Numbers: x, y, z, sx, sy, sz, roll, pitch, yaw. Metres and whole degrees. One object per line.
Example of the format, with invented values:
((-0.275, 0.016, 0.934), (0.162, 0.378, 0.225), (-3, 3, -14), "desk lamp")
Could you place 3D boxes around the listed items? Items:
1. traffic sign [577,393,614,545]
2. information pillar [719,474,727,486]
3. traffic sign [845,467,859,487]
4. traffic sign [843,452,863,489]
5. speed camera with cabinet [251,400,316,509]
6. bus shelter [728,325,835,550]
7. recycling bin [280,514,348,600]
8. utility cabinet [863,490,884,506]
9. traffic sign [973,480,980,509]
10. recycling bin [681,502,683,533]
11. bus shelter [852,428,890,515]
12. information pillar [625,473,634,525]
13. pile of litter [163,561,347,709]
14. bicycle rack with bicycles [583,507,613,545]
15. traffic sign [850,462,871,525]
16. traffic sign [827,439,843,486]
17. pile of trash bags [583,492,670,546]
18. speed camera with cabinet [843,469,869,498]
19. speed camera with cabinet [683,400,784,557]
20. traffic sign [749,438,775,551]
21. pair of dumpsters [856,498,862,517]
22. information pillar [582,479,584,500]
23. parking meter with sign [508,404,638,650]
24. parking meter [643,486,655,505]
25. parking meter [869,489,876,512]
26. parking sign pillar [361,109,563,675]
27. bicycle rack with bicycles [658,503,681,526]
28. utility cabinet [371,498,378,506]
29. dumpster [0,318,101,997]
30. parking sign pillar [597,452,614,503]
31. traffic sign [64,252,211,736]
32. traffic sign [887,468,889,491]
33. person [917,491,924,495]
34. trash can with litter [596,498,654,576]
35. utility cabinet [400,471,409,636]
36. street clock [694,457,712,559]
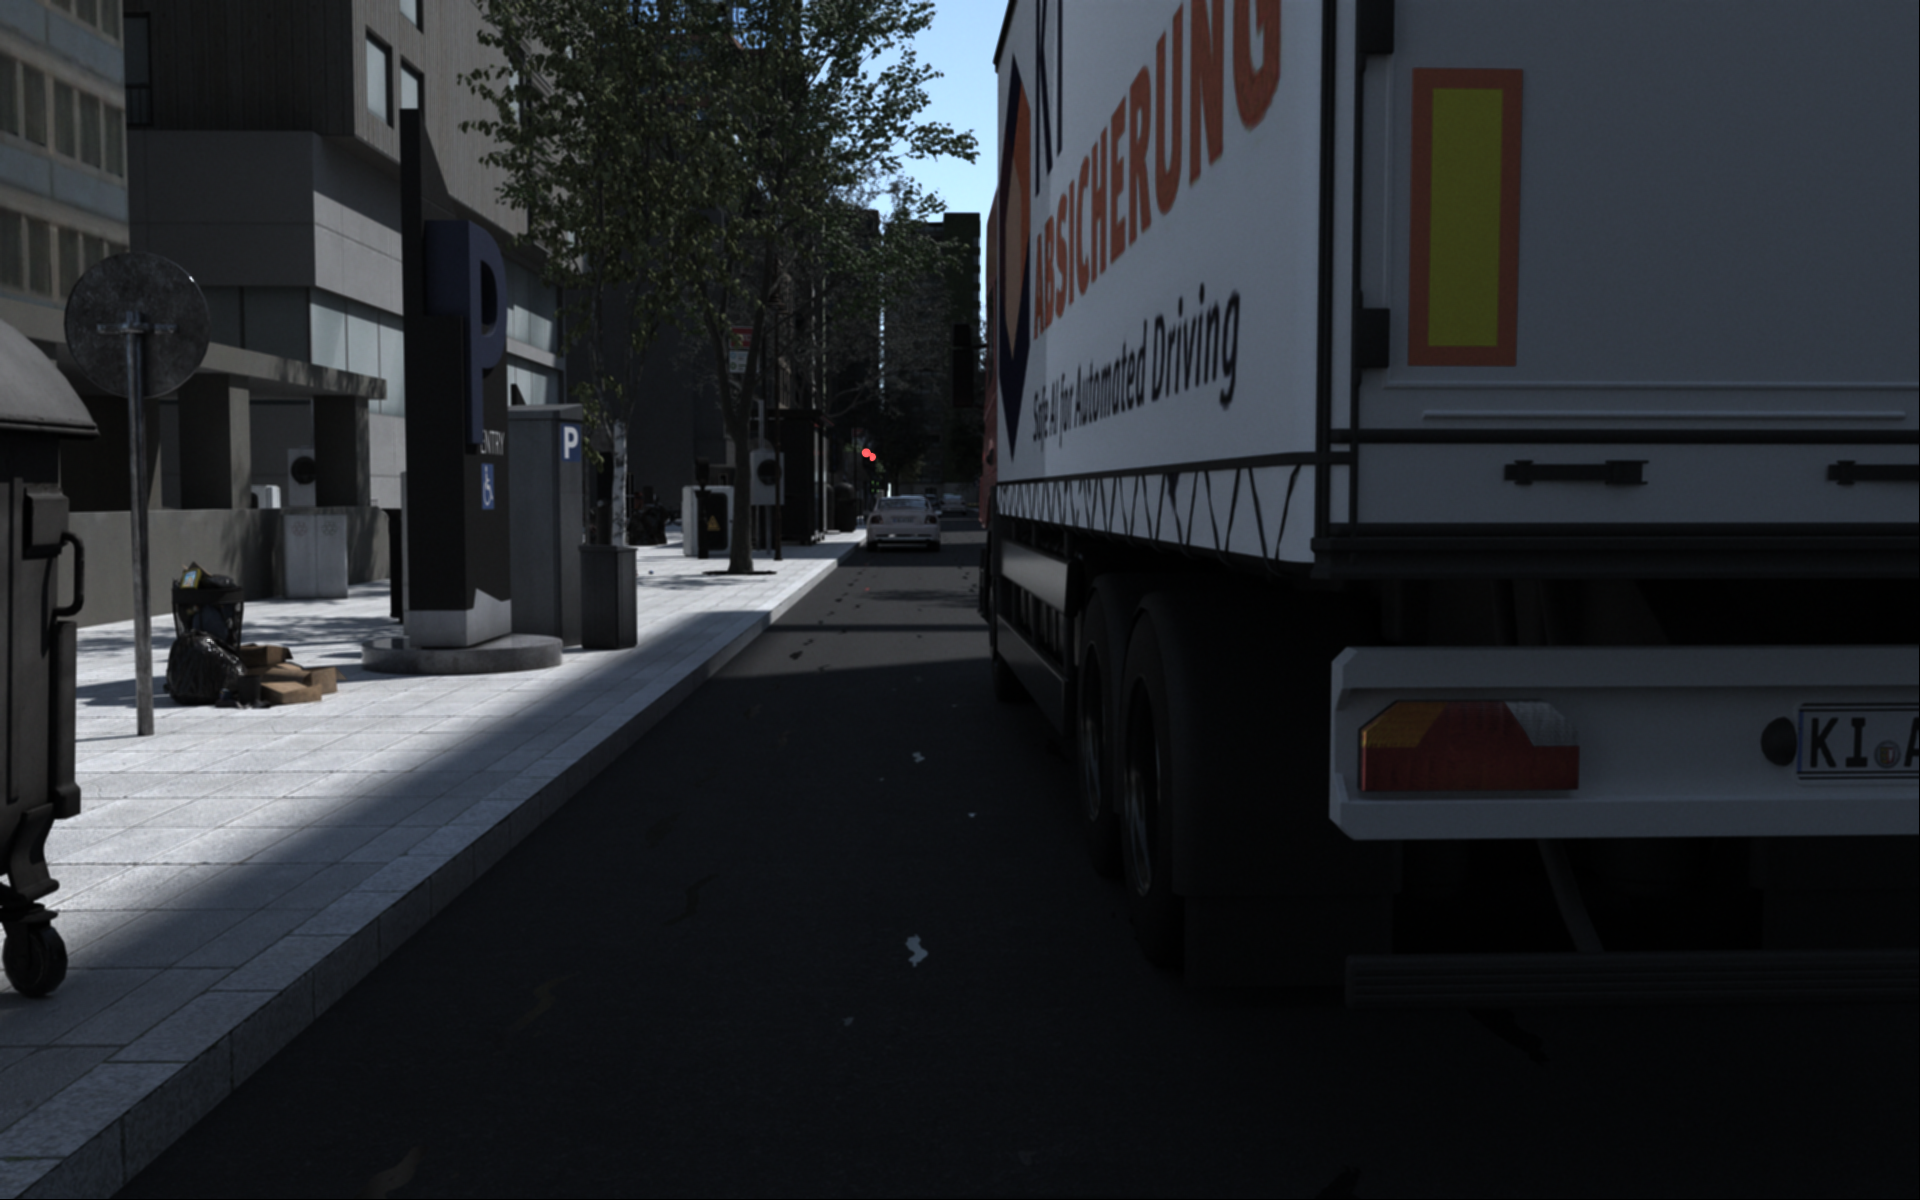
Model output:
((-4.676, -1.327, 21.703), (0.884, 2.594, 0.081), (0, 4, 1), "traffic sign")
((-8.661, -3.602, 63.384), (0.304, 2.012, 0.304), (0, 4, -6), "information pillar")
((-5.081, -5.035, 82.421), (0.768, 2.556, 0.104), (0, 4, 6), "traffic sign")
((-5.833, -5.510, 83.964), (2.265, 3.308, 0.079), (0, 4, 3), "traffic sign")
((-13.289, -2.404, 33.639), (2.038, 3.252, 0.660), (0, 4, 2), "speed camera with cabinet")
((-4.486, -4.058, 43.978), (2.179, 5.291, 8.768), (0, 4, -1), "bus shelter")
((-7.984, -0.541, 21.396), (0.722, 1.027, 0.722), (-2, 4, -25), "recycling bin")
((-4.941, -5.498, 98.565), (1.173, 1.500, 0.318), (1, 4, 10), "utility cabinet")
((1.537, -9.295, 152.073), (0.768, 2.556, 0.104), (0, 4, 3), "traffic sign")
((-8.829, -2.736, 57.285), (0.722, 1.027, 0.722), (0, 4, -5), "recycling bin")
((-5.554, -7.986, 108.205), (2.179, 5.291, 8.768), (0, 4, -1), "bus shelter")
((-11.490, -3.398, 60.043), (0.304, 2.012, 0.304), (1, 4, 17), "information pillar")
((-4.562, 0.174, 11.127), (1.176, 0.858, 1.719), (-1, 4, -10), "pile of litter")
((-9.771, -1.676, 40.790), (2.925, 0.926, 2.852), (2, 4, 27), "bicycle rack with bicycles")
((-4.067, -4.322, 70.661), (0.884, 2.594, 0.081), (0, 4, 5), "traffic sign")
((-5.397, -4.263, 63.577), (2.265, 3.308, 0.079), (0, 4, 8), "traffic sign")
((-7.786, -2.066, 43.528), (3.447, 1.369, 1.912), (1, 4, 20), "pile of trash bags")
((-5.802, -5.973, 91.995), (2.038, 3.252, 0.660), (2, 4, 32), "speed camera with cabinet")
((-4.693, -2.543, 35.913), (2.038, 3.252, 0.660), (-2, 4, -27), "speed camera with cabinet")
((-4.551, -2.380, 39.014), (0.768, 2.556, 0.104), (0, 4, 6), "traffic sign")
((-6.196, -5.696, 95.627), (1.574, 2.255, 4.437), (0, 4, -1), "pair of dumpsters")
((-19.049, -5.045, 86.971), (0.304, 2.012, 0.304), (1, 4, 14), "information pillar")
((-3.567, -1.120, 14.571), (1.738, 3.016, 0.543), (1, 4, 18), "parking meter with sign")
((-9.761, -2.810, 54.361), (0.372, 1.533, 0.369), (0, 3, 0), "parking meter")
((-4.376, -4.783, 86.621), (0.372, 1.533, 0.369), (0, 3, 0), "parking meter")
((-3.722, -1.492, 12.863), (1.447, 3.967, 1.447), (0, 4, -1), "parking sign pillar")
((-11.378, -3.496, 70.536), (2.925, 0.926, 2.852), (1, 4, 21), "bicycle rack with bicycles")
((-11.891, -1.410, 34.213), (0.306, 1.237, 1.020), (1, 4, 14), "utility cabinet")
((-2.860, 0.128, 3.670), (1.264, 1.857, 1.865), (0, 4, -1), "dumpster")
((-16.661, -5.761, 82.657), (1.447, 3.967, 1.447), (-1, 4, -11), "parking sign pillar")
((-4.334, -0.552, 9.138), (0.768, 2.556, 0.104), (0, 4, 0), "traffic sign")
((-6.688, -8.642, 135.163), (2.265, 3.308, 0.079), (0, 4, 8), "traffic sign")
((-3.986, -10.040, 173.459), (0.742, 1.727, 0.445), (0, 4, 1), "person")
((-5.651, -0.994, 27.313), (1.678, 1.210, 2.233), (-1, 4, -21), "trash can with litter")
((-4.443, -0.430, 15.718), (1.173, 1.500, 0.318), (-3, 5, -40), "utility cabinet")
((-5.076, -1.811, 34.184), (0.358, 2.002, 0.471), (-1, 4, -14), "street clock")
